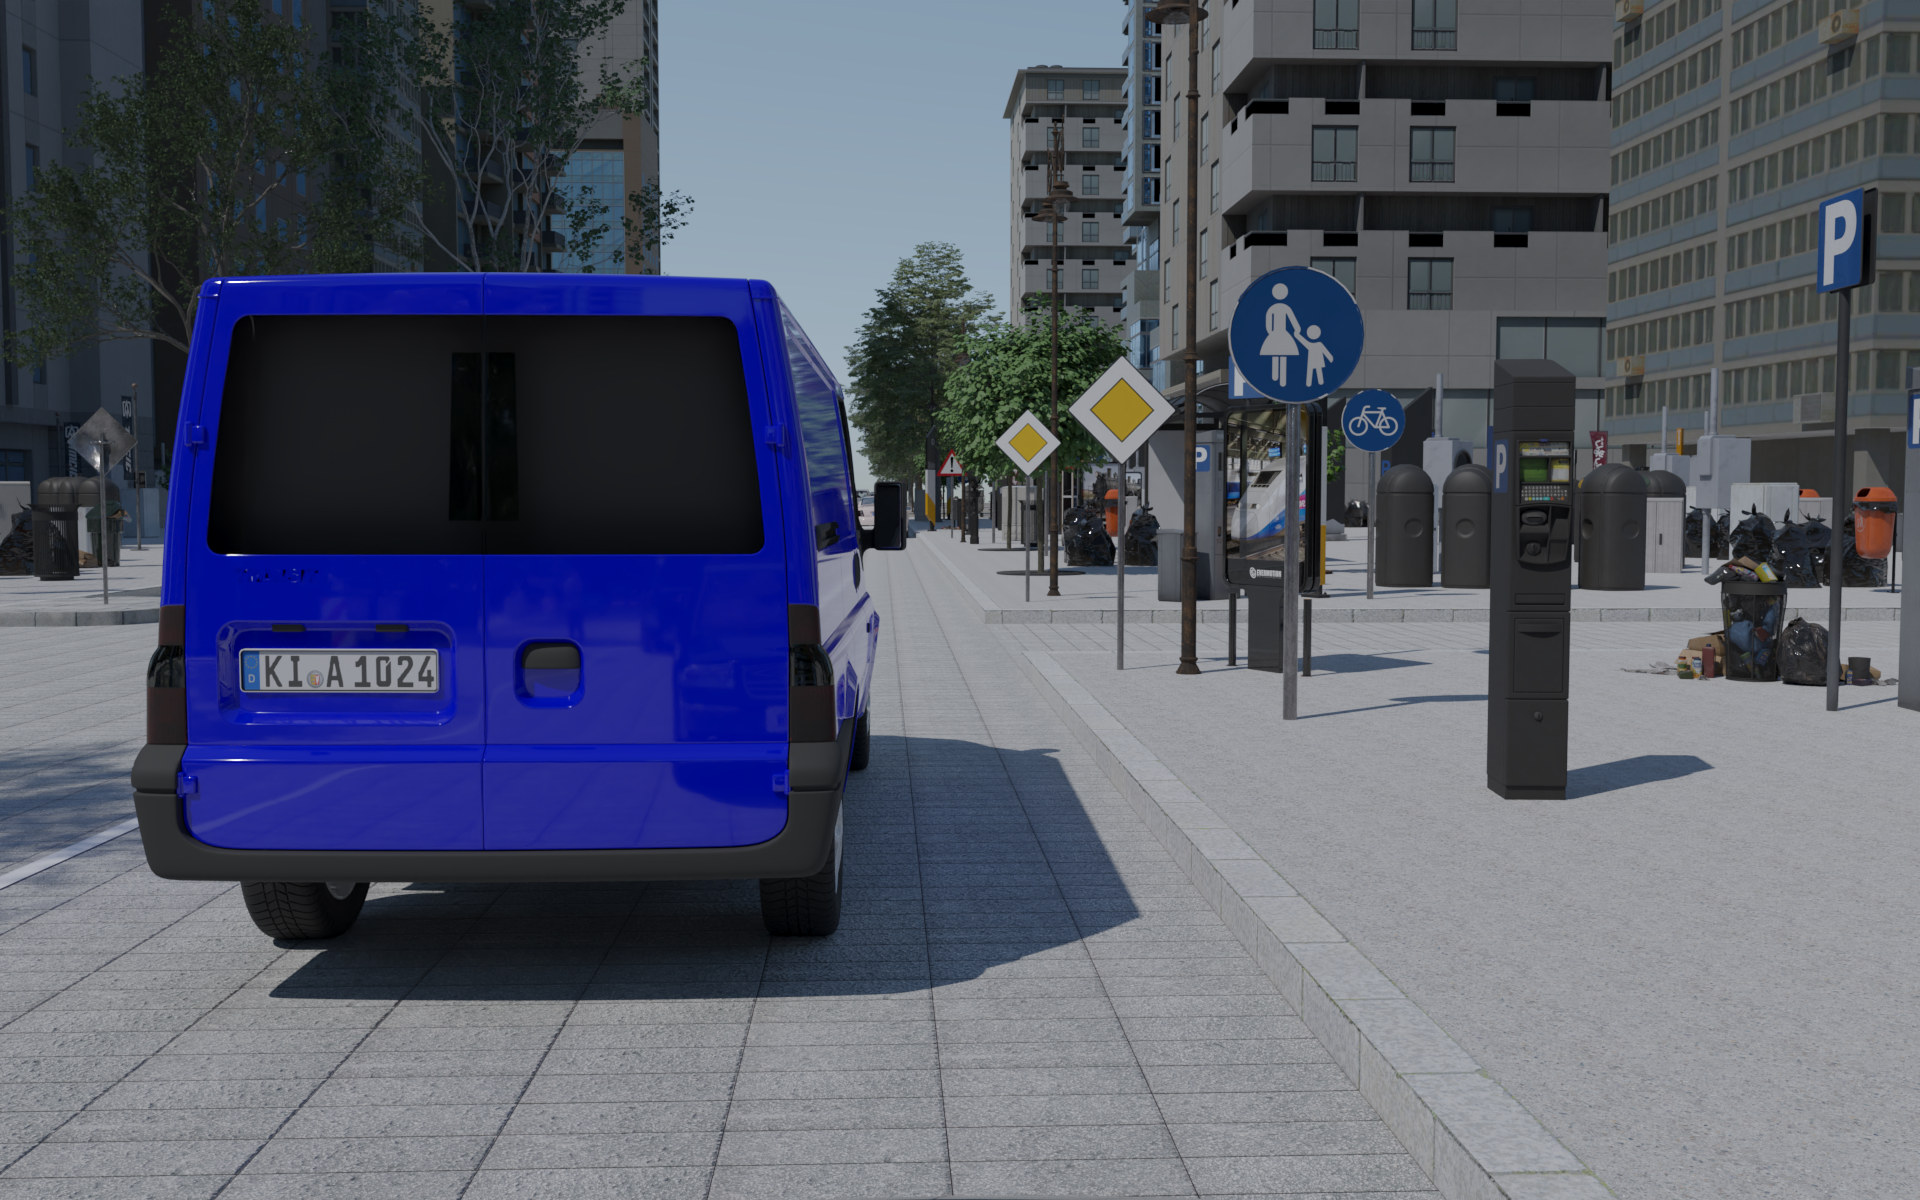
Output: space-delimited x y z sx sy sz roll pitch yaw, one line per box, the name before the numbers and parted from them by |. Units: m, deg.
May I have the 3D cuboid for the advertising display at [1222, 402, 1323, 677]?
advertising display | 2.238 -0.446 12.499 0.123 1.923 0.974 -2 4 -29

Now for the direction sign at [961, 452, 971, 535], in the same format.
direction sign | 0.297 -3.809 54.267 0.379 3.537 0.876 2 4 33

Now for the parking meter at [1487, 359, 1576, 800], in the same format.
parking meter | 2.418 -0.100 7.346 0.255 1.863 0.399 0 4 3

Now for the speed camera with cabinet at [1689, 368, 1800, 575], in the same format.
speed camera with cabinet | 12.102 -1.976 26.640 0.660 3.252 2.038 0 4 -5

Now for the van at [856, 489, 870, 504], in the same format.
van | -8.174 -8.359 143.683 2.013 2.044 4.112 0 4 -2

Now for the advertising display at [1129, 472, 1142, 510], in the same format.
advertising display | 4.723 -2.717 49.631 0.974 1.923 0.123 0 4 8

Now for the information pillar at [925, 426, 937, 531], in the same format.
information pillar | -1.007 -4.159 59.362 0.183 3.616 0.504 2 4 33

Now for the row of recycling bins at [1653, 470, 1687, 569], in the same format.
row of recycling bins | 12.025 -1.468 31.109 1.069 1.692 3.534 0 4 0

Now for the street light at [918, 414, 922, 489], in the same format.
street light | -2.085 -7.429 94.250 0.468 5.910 1.993 0 4 -3

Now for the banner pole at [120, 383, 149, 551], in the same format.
banner pole | -18.626 -2.994 38.962 0.401 3.779 0.863 0 4 1

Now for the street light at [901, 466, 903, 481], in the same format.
street light | -5.679 -12.148 171.412 0.468 5.910 1.993 0 4 -3

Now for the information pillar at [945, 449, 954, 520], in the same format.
information pillar | -0.495 -5.767 85.646 0.183 3.616 0.504 -3 4 -39

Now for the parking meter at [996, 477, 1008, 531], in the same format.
parking meter | 1.478 -3.364 60.714 0.399 1.863 0.255 0 4 4

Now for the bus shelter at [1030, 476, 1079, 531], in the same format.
bus shelter | 3.322 -4.961 58.745 2.179 5.291 8.768 0 4 -2

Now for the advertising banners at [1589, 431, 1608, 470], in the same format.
advertising banners | 18.408 -3.166 47.948 2.074 3.025 0.090 0 4 -2

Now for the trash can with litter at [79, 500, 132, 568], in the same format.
trash can with litter | -15.067 -1.156 30.291 0.624 1.170 1.055 1 4 11

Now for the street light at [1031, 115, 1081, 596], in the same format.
street light | 1.184 -2.989 21.665 0.468 5.910 1.993 0 4 -3

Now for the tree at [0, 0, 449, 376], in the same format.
tree | -13.073 -5.857 30.179 7.601 10.594 8.767 0 4 8

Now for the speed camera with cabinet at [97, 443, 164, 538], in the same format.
speed camera with cabinet | -24.599 -3.478 51.193 2.038 3.252 0.660 2 4 27

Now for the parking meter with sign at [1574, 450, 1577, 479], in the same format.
parking meter with sign | 23.276 -4.389 68.025 1.738 3.016 0.543 1 4 17

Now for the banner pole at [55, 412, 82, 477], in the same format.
banner pole | -27.247 -3.845 52.888 0.863 3.779 0.401 -1 4 -17

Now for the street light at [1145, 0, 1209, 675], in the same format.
street light | 1.633 -2.410 12.199 0.468 5.910 1.993 0 4 -3

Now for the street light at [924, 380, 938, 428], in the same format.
street light | -1.120 -5.956 70.162 0.468 5.910 1.993 0 4 -3

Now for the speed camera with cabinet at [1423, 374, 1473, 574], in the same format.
speed camera with cabinet | 7.518 -2.055 27.932 2.038 3.252 0.660 -3 5 -44

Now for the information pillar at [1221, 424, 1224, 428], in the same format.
information pillar | 7.509 -3.494 48.488 0.183 3.616 0.504 -3 4 -36

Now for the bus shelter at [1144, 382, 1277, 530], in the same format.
bus shelter | 4.793 -2.455 34.059 2.014 3.302 5.546 0 4 -3

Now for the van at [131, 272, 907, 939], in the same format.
van | -1.354 -0.175 7.245 2.240 2.365 5.245 0 4 -1

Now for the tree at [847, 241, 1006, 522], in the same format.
tree | -1.447 -9.806 78.463 7.486 12.596 7.792 0 3 0

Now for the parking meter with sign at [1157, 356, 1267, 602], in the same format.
parking meter with sign | 3.072 -1.521 21.137 0.543 3.016 1.738 3 5 41

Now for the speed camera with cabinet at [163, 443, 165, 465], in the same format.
speed camera with cabinet | -31.453 -4.471 67.433 2.038 3.252 0.660 3 5 45

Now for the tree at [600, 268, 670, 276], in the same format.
tree | -15.396 -9.457 80.377 9.928 11.665 9.643 0 3 0

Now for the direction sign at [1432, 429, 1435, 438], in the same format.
direction sign | 16.165 -4.199 60.644 0.876 3.537 0.379 2 4 25

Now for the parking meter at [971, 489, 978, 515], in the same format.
parking meter | 0.789 -5.148 92.585 0.372 1.533 0.369 0 3 0

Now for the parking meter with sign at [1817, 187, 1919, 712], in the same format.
parking meter with sign | 5.988 -0.848 10.130 1.738 3.016 0.543 0 4 2

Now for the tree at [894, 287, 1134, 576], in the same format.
tree | 1.367 -2.693 27.737 4.285 4.588 4.351 0 3 0

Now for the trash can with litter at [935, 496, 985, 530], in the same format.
trash can with litter | -0.132 -3.161 62.739 1.678 1.210 2.233 -1 4 -15

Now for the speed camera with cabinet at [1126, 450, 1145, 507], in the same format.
speed camera with cabinet | 6.066 -4.227 63.452 0.660 3.252 2.038 2 4 28

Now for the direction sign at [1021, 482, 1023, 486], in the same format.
direction sign | 2.389 -4.556 66.484 0.379 3.537 0.876 -1 4 -9

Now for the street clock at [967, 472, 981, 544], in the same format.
street clock | 0.372 -2.429 44.285 0.358 2.002 0.471 1 4 21

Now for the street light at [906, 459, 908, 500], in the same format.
street light | -3.346 -9.122 121.940 0.468 5.910 1.993 0 4 -3

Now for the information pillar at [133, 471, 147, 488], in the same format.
information pillar | -26.631 -3.167 56.275 0.304 2.012 0.304 3 5 41

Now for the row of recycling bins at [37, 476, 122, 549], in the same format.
row of recycling bins | -21.075 -2.093 41.332 3.534 1.692 1.069 3 5 44

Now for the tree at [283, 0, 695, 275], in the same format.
tree | -14.574 -12.161 54.721 12.611 20.169 13.585 0 3 0

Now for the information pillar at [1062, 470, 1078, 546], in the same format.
information pillar | 2.712 -2.343 42.800 0.304 2.012 0.304 2 4 27

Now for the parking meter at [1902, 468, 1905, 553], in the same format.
parking meter | 18.310 -1.681 33.201 0.399 1.863 0.255 2 4 32

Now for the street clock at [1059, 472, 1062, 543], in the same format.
street clock | 2.742 -2.475 45.044 0.471 2.002 0.358 0 4 8

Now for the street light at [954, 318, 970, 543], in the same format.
street light | 0.086 -4.462 45.747 0.468 5.910 1.993 0 4 -3

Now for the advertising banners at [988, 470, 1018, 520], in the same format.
advertising banners | 2.190 -5.500 86.106 0.090 3.025 2.074 -3 5 -45

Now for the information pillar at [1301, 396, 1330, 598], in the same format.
information pillar | 4.369 -1.840 21.436 0.183 3.616 0.504 -2 4 -27

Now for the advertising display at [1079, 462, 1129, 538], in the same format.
advertising display | 2.826 -1.782 34.342 0.974 1.923 0.123 -1 4 -20

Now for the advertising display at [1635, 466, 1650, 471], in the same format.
advertising display | 16.106 -2.166 40.628 0.974 1.923 0.123 -3 5 -41

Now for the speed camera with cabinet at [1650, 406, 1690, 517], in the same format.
speed camera with cabinet | 16.345 -2.708 38.613 0.660 3.252 2.038 -1 4 -22

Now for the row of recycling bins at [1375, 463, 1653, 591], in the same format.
row of recycling bins | 7.462 -1.008 23.599 3.534 1.692 1.069 1 4 18

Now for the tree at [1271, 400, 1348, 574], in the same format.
tree | 5.367 -2.036 27.890 1.663 3.219 1.824 0 3 0
